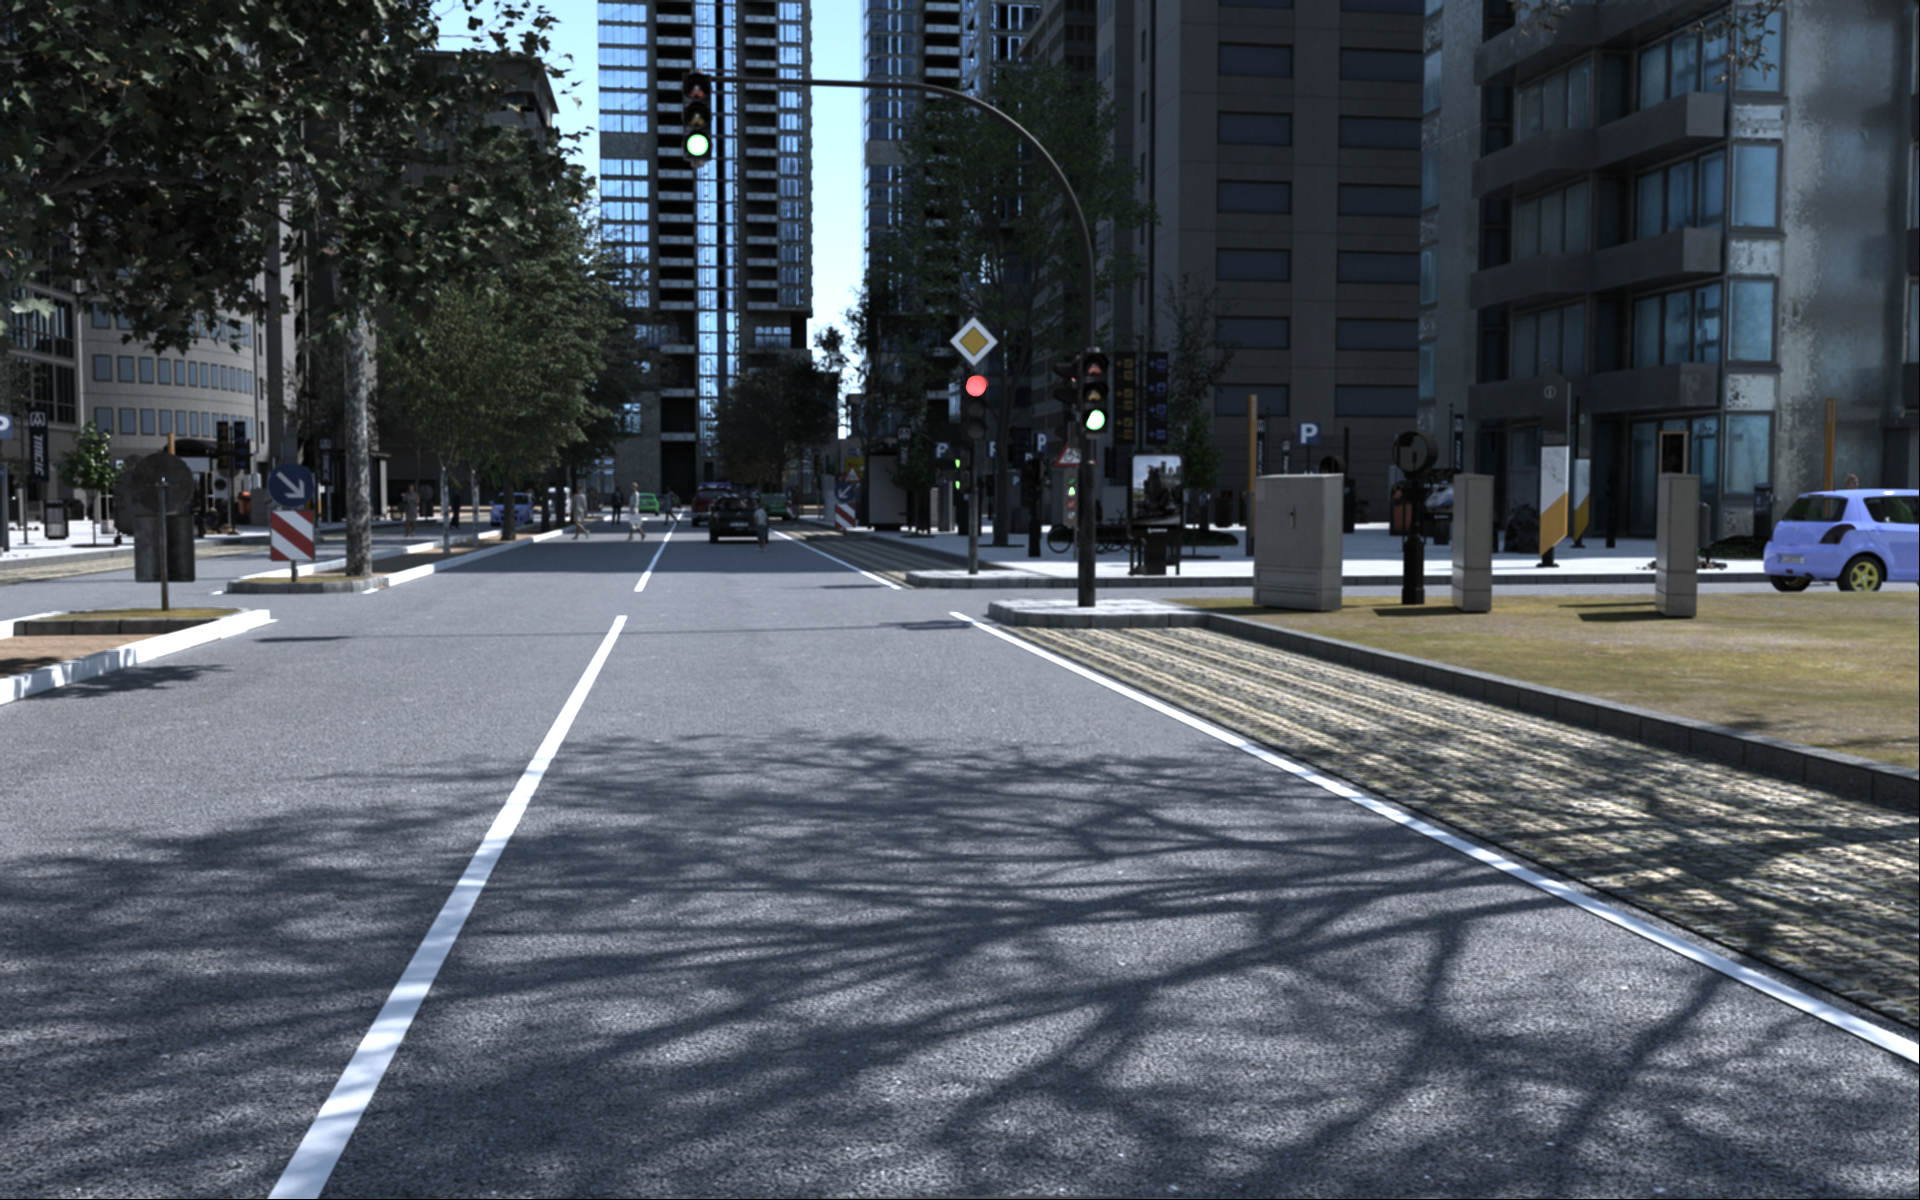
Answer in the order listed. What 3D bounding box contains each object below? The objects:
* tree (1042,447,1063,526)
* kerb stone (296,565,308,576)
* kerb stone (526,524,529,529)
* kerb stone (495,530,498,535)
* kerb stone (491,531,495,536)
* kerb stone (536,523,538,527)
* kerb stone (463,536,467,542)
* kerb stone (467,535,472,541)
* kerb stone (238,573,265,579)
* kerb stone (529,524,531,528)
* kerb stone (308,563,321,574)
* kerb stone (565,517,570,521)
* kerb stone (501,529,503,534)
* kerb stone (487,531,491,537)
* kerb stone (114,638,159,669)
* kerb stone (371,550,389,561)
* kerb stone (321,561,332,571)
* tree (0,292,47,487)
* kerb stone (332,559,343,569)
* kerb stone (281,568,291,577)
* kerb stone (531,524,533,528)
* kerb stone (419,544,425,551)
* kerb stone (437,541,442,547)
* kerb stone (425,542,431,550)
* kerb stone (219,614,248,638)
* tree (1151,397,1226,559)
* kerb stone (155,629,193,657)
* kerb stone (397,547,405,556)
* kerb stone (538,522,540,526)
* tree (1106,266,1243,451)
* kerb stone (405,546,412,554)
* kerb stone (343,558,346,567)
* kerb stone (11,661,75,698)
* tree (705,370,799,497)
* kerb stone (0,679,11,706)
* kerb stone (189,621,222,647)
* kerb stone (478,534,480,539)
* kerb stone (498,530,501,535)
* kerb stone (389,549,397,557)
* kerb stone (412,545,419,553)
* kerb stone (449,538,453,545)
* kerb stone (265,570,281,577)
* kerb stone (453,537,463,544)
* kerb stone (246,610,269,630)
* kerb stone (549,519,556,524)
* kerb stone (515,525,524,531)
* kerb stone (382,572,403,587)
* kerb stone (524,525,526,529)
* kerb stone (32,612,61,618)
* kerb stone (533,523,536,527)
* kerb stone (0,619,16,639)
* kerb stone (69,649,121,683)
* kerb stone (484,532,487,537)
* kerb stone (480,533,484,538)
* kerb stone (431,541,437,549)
[{"bbox_3d":[4.155,-4.642,70.493,1.663,3.219,1.824,0,3,0],"label":"tree"},{"bbox_3d":[-11.515,-0.477,30.002,0.120,0.150,1.000,-1,4,-9],"label":"kerb stone"},{"bbox_3d":[-17.772,-2.953,70.542,0.120,0.150,1.000,-1,4,-9],"label":"kerb stone"},{"bbox_3d":[-16.051,-2.275,59.391,0.120,0.150,1.000,-1,4,-9],"label":"kerb stone"},{"bbox_3d":[-15.892,-2.211,58.381,0.120,0.150,1.000,-1,4,-9],"label":"kerb stone"},{"bbox_3d":[-18.405,-3.205,74.597,0.120,0.150,1.000,-1,4,-9],"label":"kerb stone"},{"bbox_3d":[-14.801,-1.779,51.280,0.120,0.150,1.000,-1,4,-9],"label":"kerb stone"},{"bbox_3d":[-14.951,-1.841,52.299,0.120,0.150,1.000,-1,4,-9],"label":"kerb stone"},{"bbox_3d":[-11.047,-0.292,26.971,0.120,0.150,1.000,-1,4,-9],"label":"kerb stone"},{"bbox_3d":[-17.936,-3.018,71.553,0.120,0.150,1.000,-1,4,-9],"label":"kerb stone"},{"bbox_3d":[-11.665,-0.539,31.014,0.120,0.150,1.000,-1,4,-9],"label":"kerb stone"},{"bbox_3d":[-21.843,-4.569,96.897,0.120,0.150,1.000,-1,4,-9],"label":"kerb stone"},{"bbox_3d":[-16.361,-2.393,61.413,0.120,0.150,1.000,-1,4,-9],"label":"kerb stone"},{"bbox_3d":[-15.740,-2.145,57.367,0.120,0.150,1.000,-1,4,-9],"label":"kerb stone"},{"bbox_3d":[-7.004,0.463,14.630,0.120,0.150,1.000,-1,4,-9],"label":"kerb stone"},{"bbox_3d":[-12.759,-0.971,38.106,0.120,0.150,1.000,-1,4,-9],"label":"kerb stone"},{"bbox_3d":[-11.828,-0.601,32.028,0.120,0.150,1.000,-1,4,-9],"label":"kerb stone"},{"bbox_3d":[-31.558,-6.458,55.953,4.360,8.622,3.978,0,3,0],"label":"tree"},{"bbox_3d":[-11.979,-0.659,33.039,0.120,0.150,1.000,-1,4,-9],"label":"kerb stone"},{"bbox_3d":[-11.359,-0.412,28.992,0.120,0.150,1.000,-1,4,-9],"label":"kerb stone"},{"bbox_3d":[-18.087,-3.081,72.564,0.120,0.150,1.000,-1,4,-9],"label":"kerb stone"},{"bbox_3d":[-13.545,-1.283,43.171,0.120,0.150,1.000,-1,4,-9],"label":"kerb stone"},{"bbox_3d":[-14.018,-1.469,46.214,0.120,0.150,1.000,-1,4,-9],"label":"kerb stone"},{"bbox_3d":[-13.702,-1.345,44.181,0.120,0.150,1.000,-1,4,-9],"label":"kerb stone"},{"bbox_3d":[-7.474,0.277,17.660,0.120,0.150,1.000,-1,4,-9],"label":"kerb stone"},{"bbox_3d":[4.733,-2.454,34.727,1.663,3.219,1.824,0,3,0],"label":"tree"},{"bbox_3d":[-7.160,0.401,15.640,0.120,0.150,1.000,-1,4,-9],"label":"kerb stone"},{"bbox_3d":[-13.073,-1.097,40.129,0.120,0.150,1.000,-1,4,-9],"label":"kerb stone"},{"bbox_3d":[-18.563,-3.267,75.607,0.120,0.150,1.000,-1,4,-9],"label":"kerb stone"},{"bbox_3d":[6.997,-6.445,55.736,4.360,8.622,3.978,0,3,0],"label":"tree"},{"bbox_3d":[-13.229,-1.158,41.143,0.120,0.150,1.000,-1,4,-9],"label":"kerb stone"},{"bbox_3d":[-12.133,-0.725,34.050,0.120,0.150,1.000,-1,4,-9],"label":"kerb stone"},{"bbox_3d":[-6.700,0.587,12.605,0.120,0.150,1.000,-1,4,-9],"label":"kerb stone"},{"bbox_3d":[-20.426,-16.350,173.977,9.857,13.997,8.962,0,3,0],"label":"tree"},{"bbox_3d":[-6.540,0.653,11.596,0.120,0.150,1.000,-1,4,-9],"label":"kerb stone"},{"bbox_3d":[-7.323,0.342,16.650,0.120,0.150,1.000,-1,4,-9],"label":"kerb stone"},{"bbox_3d":[-15.270,-1.966,54.333,0.120,0.150,1.000,-1,4,-9],"label":"kerb stone"},{"bbox_3d":[-16.213,-2.337,60.401,0.120,0.150,1.000,-1,4,-9],"label":"kerb stone"},{"bbox_3d":[-12.915,-1.033,39.116,0.120,0.150,1.000,-1,4,-9],"label":"kerb stone"},{"bbox_3d":[-13.380,-1.221,42.162,0.120,0.150,1.000,-1,4,-9],"label":"kerb stone"},{"bbox_3d":[-14.323,-1.590,48.243,0.120,0.150,1.000,-1,4,-9],"label":"kerb stone"},{"bbox_3d":[-11.202,-0.354,27.982,0.120,0.150,1.000,-1,4,-9],"label":"kerb stone"},{"bbox_3d":[-14.635,-1.716,50.264,0.120,0.150,1.000,-1,4,-9],"label":"kerb stone"},{"bbox_3d":[-7.631,0.219,18.671,0.120,0.150,1.000,-1,4,-9],"label":"kerb stone"},{"bbox_3d":[-20.132,-3.882,85.751,0.120,0.150,1.000,-1,4,-9],"label":"kerb stone"},{"bbox_3d":[-17.460,-2.833,68.519,0.120,0.150,1.000,-1,4,-9],"label":"kerb stone"},{"bbox_3d":[-8.966,-0.311,27.288,0.120,0.150,1.000,-1,4,-9],"label":"kerb stone"},{"bbox_3d":[-17.620,-2.888,69.530,0.120,0.150,1.000,-1,4,-9],"label":"kerb stone"},{"bbox_3d":[-9.711,0.236,18.343,0.120,0.150,1.000,-1,4,-9],"label":"kerb stone"},{"bbox_3d":[-18.244,-3.143,73.587,0.120,0.150,1.000,-1,4,-9],"label":"kerb stone"},{"bbox_3d":[-9.545,0.297,17.334,0.120,0.150,1.000,-1,4,-9],"label":"kerb stone"},{"bbox_3d":[-6.848,0.525,13.616,0.120,0.150,1.000,-1,4,-9],"label":"kerb stone"},{"bbox_3d":[-15.589,-2.085,56.356,0.120,0.150,1.000,-1,4,-9],"label":"kerb stone"},{"bbox_3d":[-15.430,-2.028,55.346,0.120,0.150,1.000,-1,4,-9],"label":"kerb stone"},{"bbox_3d":[-13.859,-1.407,45.204,0.120,0.150,1.000,-1,4,-9],"label":"kerb stone"}]
